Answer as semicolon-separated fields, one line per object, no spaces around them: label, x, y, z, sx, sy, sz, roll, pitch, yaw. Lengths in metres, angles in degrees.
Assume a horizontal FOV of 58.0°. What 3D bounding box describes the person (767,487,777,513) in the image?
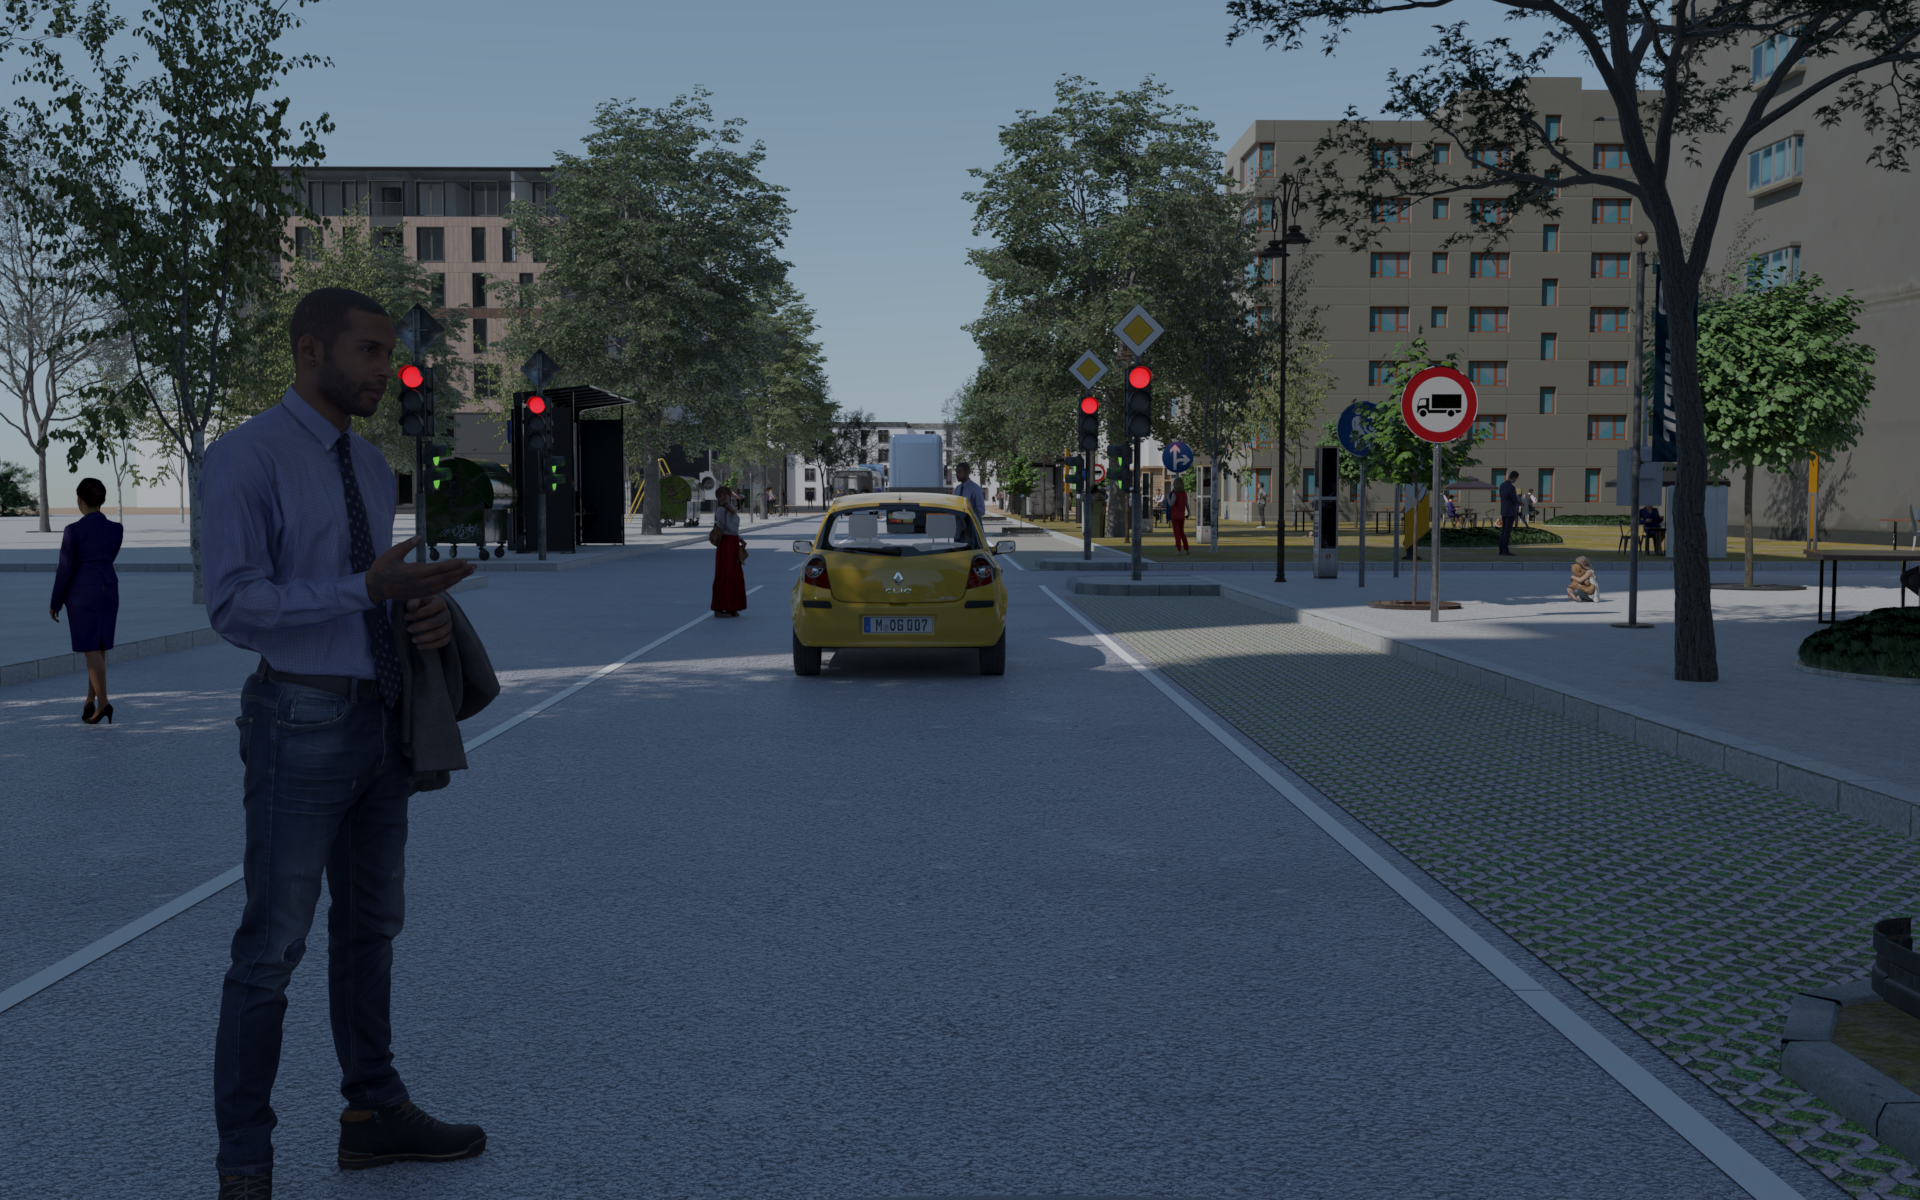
person;-12.742;-6.644;115.352;1.217;1.739;0.721;-2;4;-32

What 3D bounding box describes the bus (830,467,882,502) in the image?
bus;-6.873;-7.462;116.867;2.948;3.499;13.247;0;3;0

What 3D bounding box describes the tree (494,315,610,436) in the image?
tree;-17.469;-7.428;71.810;4.360;8.622;3.978;0;3;0

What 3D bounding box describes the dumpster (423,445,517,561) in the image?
dumpster;-9.649;-1.923;33.940;1.502;2.255;1.985;0;4;-1

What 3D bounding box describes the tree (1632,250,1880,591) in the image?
tree;10.810;-2.438;23.567;4.285;4.588;4.351;0;3;0

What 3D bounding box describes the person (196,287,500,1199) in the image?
person;-1.158;0.301;3.453;0.599;1.838;0.709;1;4;16

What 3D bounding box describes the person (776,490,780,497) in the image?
person;-16.718;-9.407;160.525;0.721;1.739;1.217;2;4;28

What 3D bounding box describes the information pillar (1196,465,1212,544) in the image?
information pillar;6.283;-2.449;44.531;0.304;2.012;0.304;-1;4;-17

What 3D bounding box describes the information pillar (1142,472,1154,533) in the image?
information pillar;6.232;-3.248;57.603;0.304;2.012;0.304;2;4;28

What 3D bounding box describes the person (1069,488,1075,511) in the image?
person;8.460;-7.609;130.977;0.721;1.766;1.217;1;4;19

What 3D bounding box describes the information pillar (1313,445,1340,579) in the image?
information pillar;5.557;-1.333;26.285;0.304;2.012;0.304;0;4;-4

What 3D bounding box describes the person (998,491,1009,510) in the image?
person;3.425;-7.977;137.178;1.217;1.736;0.721;-3;5;-40

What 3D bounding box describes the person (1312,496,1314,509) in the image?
person;15.305;-4.036;74.401;0.453;1.535;0.546;-2;4;-25

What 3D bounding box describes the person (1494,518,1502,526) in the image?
person;16.623;-2.262;53.509;0.381;0.543;0.357;-3;4;-37

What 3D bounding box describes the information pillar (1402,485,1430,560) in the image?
information pillar;8.905;-2.592;33.734;0.504;3.616;0.183;3;4;38

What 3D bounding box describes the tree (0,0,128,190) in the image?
tree;-27.342;-11.359;41.603;12.611;20.169;13.585;0;3;0

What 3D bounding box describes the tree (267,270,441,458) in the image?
tree;-25.748;-8.472;72.931;8.767;10.594;7.601;2;4;26

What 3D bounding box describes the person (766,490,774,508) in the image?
person;-13.472;-7.045;121.904;0.721;1.739;1.217;-3;5;-45

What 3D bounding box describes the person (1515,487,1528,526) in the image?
person;18.458;-2.962;57.019;0.613;1.512;0.480;0;4;5

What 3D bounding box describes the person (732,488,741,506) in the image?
person;-14.582;-6.357;110.687;1.217;1.736;0.721;1;4;21

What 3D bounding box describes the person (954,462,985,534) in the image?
person;-0.030;-0.842;22.141;0.599;1.838;0.709;-3;4;-36

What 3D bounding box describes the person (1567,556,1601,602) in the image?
person;7.417;-0.250;20.599;0.357;0.543;0.381;0;4;1

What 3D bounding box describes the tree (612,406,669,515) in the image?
tree;-20.037;-9.454;104.939;4.360;8.622;3.978;0;3;0

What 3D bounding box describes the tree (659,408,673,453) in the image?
tree;-18.270;-8.962;96.885;4.737;8.622;4.395;0;3;0

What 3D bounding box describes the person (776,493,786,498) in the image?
person;-18.907;-10.740;182.364;1.217;1.735;0.721;1;4;18

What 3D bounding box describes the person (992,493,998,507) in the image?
person;3.596;-10.179;175.665;0.799;1.438;0.628;1;4;17

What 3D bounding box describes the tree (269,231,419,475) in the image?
tree;-28.781;-10.921;85.214;9.857;13.997;8.962;0;3;0

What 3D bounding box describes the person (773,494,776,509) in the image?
person;-16.200;-8.604;149.910;0.628;1.438;0.799;0;4;-2

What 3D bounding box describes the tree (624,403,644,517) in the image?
tree;-18.154;-8.057;82.087;4.737;8.622;4.395;0;3;0

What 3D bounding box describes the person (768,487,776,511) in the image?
person;-11.948;-6.326;110.264;0.721;1.735;1.217;-1;4;-20

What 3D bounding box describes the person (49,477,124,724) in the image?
person;-5.528;0.000;10.863;0.546;1.535;0.453;1;4;13

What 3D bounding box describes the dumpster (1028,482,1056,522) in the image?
dumpster;3.818;-4.563;80.360;1.264;1.857;1.865;0;4;-1

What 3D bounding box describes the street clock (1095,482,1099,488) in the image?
street clock;6.036;-4.430;76.993;0.358;2.002;0.471;1;4;16

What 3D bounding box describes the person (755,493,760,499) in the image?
person;-15.211;-7.835;134.132;1.348;1.826;0.705;-1;4;-22

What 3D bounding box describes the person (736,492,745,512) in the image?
person;-15.516;-6.914;122.280;0.628;1.438;0.799;0;4;-6

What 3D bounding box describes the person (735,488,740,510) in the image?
person;-17.892;-8.097;139.142;0.721;1.735;1.217;0;4;5

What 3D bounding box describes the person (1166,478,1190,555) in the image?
person;4.578;-1.747;36.308;0.593;1.614;0.444;-1;4;-11

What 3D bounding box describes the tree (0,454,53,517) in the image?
tree;-61.026;-11.814;94.974;13.155;14.587;18.604;3;4;37

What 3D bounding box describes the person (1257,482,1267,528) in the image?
person;11.317;-3.552;64.841;0.376;1.734;0.841;1;4;17

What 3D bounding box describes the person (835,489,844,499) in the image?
person;-6.858;-5.463;98.733;0.541;1.710;0.530;-1;4;-16

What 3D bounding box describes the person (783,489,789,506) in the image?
person;-18.271;-10.589;179.185;1.348;1.822;0.705;3;4;39

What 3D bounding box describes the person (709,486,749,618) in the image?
person;-2.695;-0.560;20.124;0.387;1.526;0.523;1;4;17

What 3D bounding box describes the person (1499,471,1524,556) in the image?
person;11.491;-1.808;36.056;0.568;1.767;0.683;-1;4;-14

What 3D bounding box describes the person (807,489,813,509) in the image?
person;-12.931;-8.713;149.425;0.541;1.710;0.530;0;4;4

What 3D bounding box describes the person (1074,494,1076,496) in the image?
person;10.009;-8.685;148.579;0.750;1.759;0.617;1;4;22

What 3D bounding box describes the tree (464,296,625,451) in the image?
tree;-15.679;-6.912;63.369;4.737;8.622;4.395;0;3;0

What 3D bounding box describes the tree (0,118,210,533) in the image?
tree;-30.518;-8.980;57.195;12.009;13.543;11.850;0;3;0

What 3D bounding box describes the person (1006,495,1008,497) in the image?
person;5.095;-9.995;169.450;1.348;1.826;0.705;1;4;16
